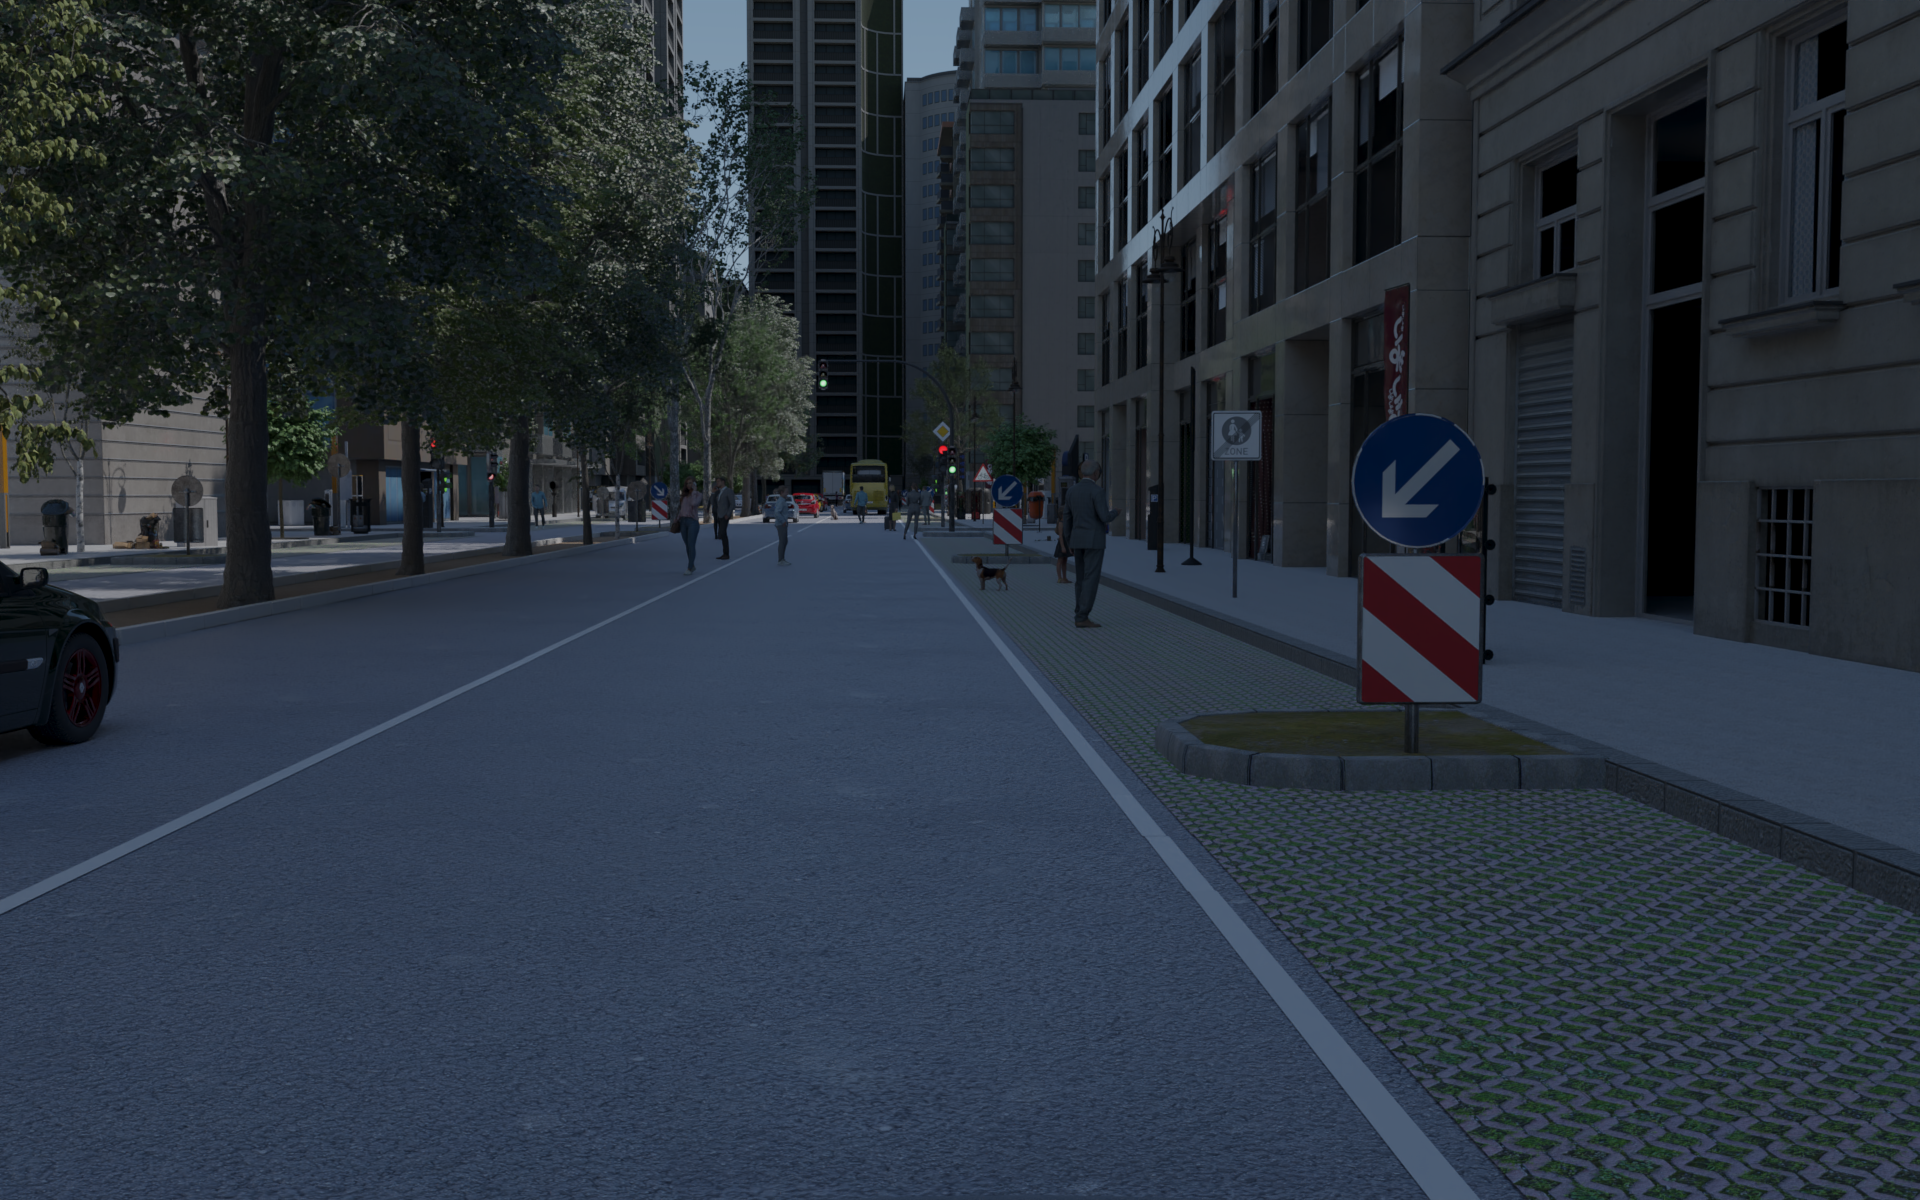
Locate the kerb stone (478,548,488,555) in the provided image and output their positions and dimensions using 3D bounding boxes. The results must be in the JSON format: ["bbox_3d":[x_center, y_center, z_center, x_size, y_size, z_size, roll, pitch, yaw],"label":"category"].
[{"bbox_3d":[-11.232,-1.102,40.358,0.120,0.150,1.000,0,4,-3],"label":"kerb stone"}]

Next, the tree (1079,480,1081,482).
[{"bbox_3d":[7.737,-7.647,119.629,1.663,3.219,1.824,0,3,0],"label":"tree"}]

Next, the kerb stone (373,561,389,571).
[{"bbox_3d":[-10.856,-0.610,32.169,0.120,0.150,1.000,0,4,-3],"label":"kerb stone"}]

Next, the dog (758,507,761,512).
[{"bbox_3d":[-14.758,-6.667,128.296,0.406,0.507,0.540,1,4,10],"label":"dog"}]

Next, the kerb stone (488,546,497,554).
[{"bbox_3d":[-11.286,-1.171,41.379,0.120,0.150,1.000,0,4,-3],"label":"kerb stone"}]

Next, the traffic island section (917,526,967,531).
[{"bbox_3d":[-0.640,-2.736,67.015,2.009,0.180,2.903,0,4,-3],"label":"traffic island section"}]

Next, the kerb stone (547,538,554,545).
[{"bbox_3d":[-11.625,-1.613,48.573,0.120,0.150,1.000,0,4,-3],"label":"kerb stone"}]

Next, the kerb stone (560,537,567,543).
[{"bbox_3d":[-11.728,-1.736,50.629,0.120,0.150,1.000,0,4,-3],"label":"kerb stone"}]

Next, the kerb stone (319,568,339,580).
[{"bbox_3d":[-10.699,-0.422,29.101,0.120,0.150,1.000,0,4,-3],"label":"kerb stone"}]

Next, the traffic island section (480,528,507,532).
[{"bbox_3d":[-17.912,-2.687,66.205,2.009,0.180,2.903,0,4,-3],"label":"traffic island section"}]

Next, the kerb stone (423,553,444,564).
[{"bbox_3d":[-11.039,-0.860,36.262,0.120,0.150,1.000,0,4,-3],"label":"kerb stone"}]

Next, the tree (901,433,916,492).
[{"bbox_3d":[-4.278,-14.384,185.545,4.360,8.622,3.978,0,3,0],"label":"tree"}]

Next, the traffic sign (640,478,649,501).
[{"bbox_3d":[-22.333,-7.398,122.149,0.795,2.450,0.064,0,4,-1],"label":"traffic sign"}]

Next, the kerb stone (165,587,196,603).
[{"bbox_3d":[-10.416,-0.046,22.953,0.120,0.150,1.000,0,4,-3],"label":"kerb stone"}]

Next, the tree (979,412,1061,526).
[{"bbox_3d":[2.397,-5.225,69.145,4.285,4.588,4.351,0,3,0],"label":"tree"}]

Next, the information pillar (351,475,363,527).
[{"bbox_3d":[-23.542,-3.863,67.653,0.304,2.012,0.304,2,4,26],"label":"information pillar"}]

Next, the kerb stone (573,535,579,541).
[{"bbox_3d":[-11.817,-1.864,52.671,0.120,0.150,1.000,0,4,-3],"label":"kerb stone"}]

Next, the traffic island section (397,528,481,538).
[{"bbox_3d":[-17.535,-2.199,58.229,2.009,0.180,2.903,0,4,-3],"label":"traffic island section"}]

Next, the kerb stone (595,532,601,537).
[{"bbox_3d":[-12.071,-2.177,57.783,0.120,0.150,1.000,0,4,-3],"label":"kerb stone"}]

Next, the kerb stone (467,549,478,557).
[{"bbox_3d":[-11.188,-1.048,39.330,0.120,0.150,1.000,0,4,-3],"label":"kerb stone"}]

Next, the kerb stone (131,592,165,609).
[{"bbox_3d":[-10.364,0.018,21.927,0.120,0.150,1.000,0,4,-3],"label":"kerb stone"}]

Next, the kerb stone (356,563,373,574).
[{"bbox_3d":[-10.815,-0.547,31.145,0.120,0.150,1.000,0,4,-3],"label":"kerb stone"}]

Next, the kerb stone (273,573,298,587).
[{"bbox_3d":[-10.613,-0.296,27.042,0.120,0.150,1.000,0,4,-3],"label":"kerb stone"}]

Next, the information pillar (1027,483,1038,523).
[{"bbox_3d":[3.116,-4.352,75.642,0.304,2.012,0.304,1,4,18],"label":"information pillar"}]

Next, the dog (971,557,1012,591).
[{"bbox_3d":[0.465,-0.387,25.621,0.540,0.507,0.406,-1,4,-13],"label":"dog"}]

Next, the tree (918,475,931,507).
[{"bbox_3d":[-3.526,-11.153,176.959,1.663,3.219,1.824,0,3,0],"label":"tree"}]

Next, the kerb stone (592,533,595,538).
[{"bbox_3d":[-11.968,-2.049,55.742,0.120,0.150,1.000,0,4,-3],"label":"kerb stone"}]

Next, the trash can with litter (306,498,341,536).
[{"bbox_3d":[-19.638,-2.575,53.486,0.624,1.170,1.055,1,4,11],"label":"trash can with litter"}]

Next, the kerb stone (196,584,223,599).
[{"bbox_3d":[-10.458,-0.109,23.974,0.120,0.150,1.000,0,4,-3],"label":"kerb stone"}]

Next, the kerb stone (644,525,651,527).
[{"bbox_3d":[-12.618,-2.897,69.554,0.120,0.150,1.000,0,4,-3],"label":"kerb stone"}]

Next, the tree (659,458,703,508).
[{"bbox_3d":[-23.963,-9.976,146.828,4.285,4.588,4.351,0,3,0],"label":"tree"}]

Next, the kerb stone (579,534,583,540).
[{"bbox_3d":[-11.864,-1.927,53.701,0.120,0.150,1.000,0,4,-3],"label":"kerb stone"}]

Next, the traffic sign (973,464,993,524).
[{"bbox_3d":[0.983,-4.497,73.527,0.884,2.594,0.081,0,3,0],"label":"traffic sign"}]

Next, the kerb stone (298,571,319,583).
[{"bbox_3d":[-10.660,-0.359,28.069,0.120,0.150,1.000,0,4,-3],"label":"kerb stone"}]

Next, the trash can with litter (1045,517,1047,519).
[{"bbox_3d":[4.653,-4.432,83.857,1.055,1.170,0.624,0,4,-5],"label":"trash can with litter"}]

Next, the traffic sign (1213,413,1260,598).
[{"bbox_3d":[3.402,-1.177,21.379,0.606,2.300,0.079,0,4,6],"label":"traffic sign"}]

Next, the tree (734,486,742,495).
[{"bbox_3d":[-27.406,-13.344,212.774,1.663,3.219,1.824,0,3,0],"label":"tree"}]

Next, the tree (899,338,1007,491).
[{"bbox_3d":[-0.213,-10.396,104.381,7.601,10.594,8.767,0,4,-2],"label":"tree"}]

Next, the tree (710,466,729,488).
[{"bbox_3d":[-24.689,-10.983,163.289,4.285,4.588,4.351,0,3,0],"label":"tree"}]

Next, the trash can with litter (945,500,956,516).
[{"bbox_3d":[-0.334,-5.446,100.426,1.055,1.170,0.624,0,4,3],"label":"trash can with litter"}]

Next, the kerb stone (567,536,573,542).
[{"bbox_3d":[-11.780,-1.801,51.649,0.120,0.150,1.000,0,4,-3],"label":"kerb stone"}]

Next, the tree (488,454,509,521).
[{"bbox_3d":[-21.819,-5.442,83.578,1.663,3.219,1.824,0,3,0],"label":"tree"}]

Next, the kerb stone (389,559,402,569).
[{"bbox_3d":[-10.908,-0.673,33.192,0.120,0.150,1.000,0,4,-3],"label":"kerb stone"}]

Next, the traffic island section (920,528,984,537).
[{"bbox_3d":[-0.262,-2.248,59.039,2.009,0.180,2.903,0,4,-3],"label":"traffic island section"}]

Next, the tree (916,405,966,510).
[{"bbox_3d":[-0.849,-11.459,137.712,4.360,8.622,3.978,0,3,0],"label":"tree"}]

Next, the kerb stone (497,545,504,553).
[{"bbox_3d":[-11.331,-1.236,42.401,0.120,0.150,1.000,0,4,-3],"label":"kerb stone"}]

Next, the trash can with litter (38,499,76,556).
[{"bbox_3d":[-19.048,-1.536,36.500,0.624,1.170,1.055,-1,4,-18],"label":"trash can with litter"}]

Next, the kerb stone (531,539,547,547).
[{"bbox_3d":[-11.576,-1.548,47.540,0.120,0.150,1.000,0,4,-3],"label":"kerb stone"}]

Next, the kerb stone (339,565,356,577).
[{"bbox_3d":[-10.761,-0.485,30.125,0.120,0.150,1.000,0,4,-3],"label":"kerb stone"}]

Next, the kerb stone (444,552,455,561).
[{"bbox_3d":[-11.100,-0.923,37.283,0.120,0.150,1.000,0,4,-3],"label":"kerb stone"}]

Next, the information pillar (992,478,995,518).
[{"bbox_3d":[2.013,-6.283,94.087,0.504,3.616,0.183,-2,4,-34],"label":"information pillar"}]

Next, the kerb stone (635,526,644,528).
[{"bbox_3d":[-12.525,-2.771,67.499,0.120,0.150,1.000,0,4,-3],"label":"kerb stone"}]

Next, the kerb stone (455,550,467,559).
[{"bbox_3d":[-11.134,-0.985,38.308,0.120,0.150,1.000,0,4,-3],"label":"kerb stone"}]

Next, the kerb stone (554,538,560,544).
[{"bbox_3d":[-11.672,-1.676,49.601,0.120,0.150,1.000,0,4,-3],"label":"kerb stone"}]

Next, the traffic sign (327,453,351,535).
[{"bbox_3d":[-19.434,-3.307,54.183,0.768,2.556,0.104,0,4,4],"label":"traffic sign"}]

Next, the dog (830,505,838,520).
[{"bbox_3d":[-6.817,-4.807,95.434,0.800,0.831,0.513,-1,4,-21],"label":"dog"}]

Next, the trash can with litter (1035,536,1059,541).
[{"bbox_3d":[3.034,-2.230,47.525,2.233,1.210,1.678,-1,4,-17],"label":"trash can with litter"}]

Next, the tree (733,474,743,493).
[{"bbox_3d":[-27.416,-13.792,209.217,4.285,4.588,4.351,0,3,0],"label":"tree"}]

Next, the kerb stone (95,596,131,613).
[{"bbox_3d":[-10.319,0.079,20.902,0.120,0.150,1.000,0,4,-3],"label":"kerb stone"}]
